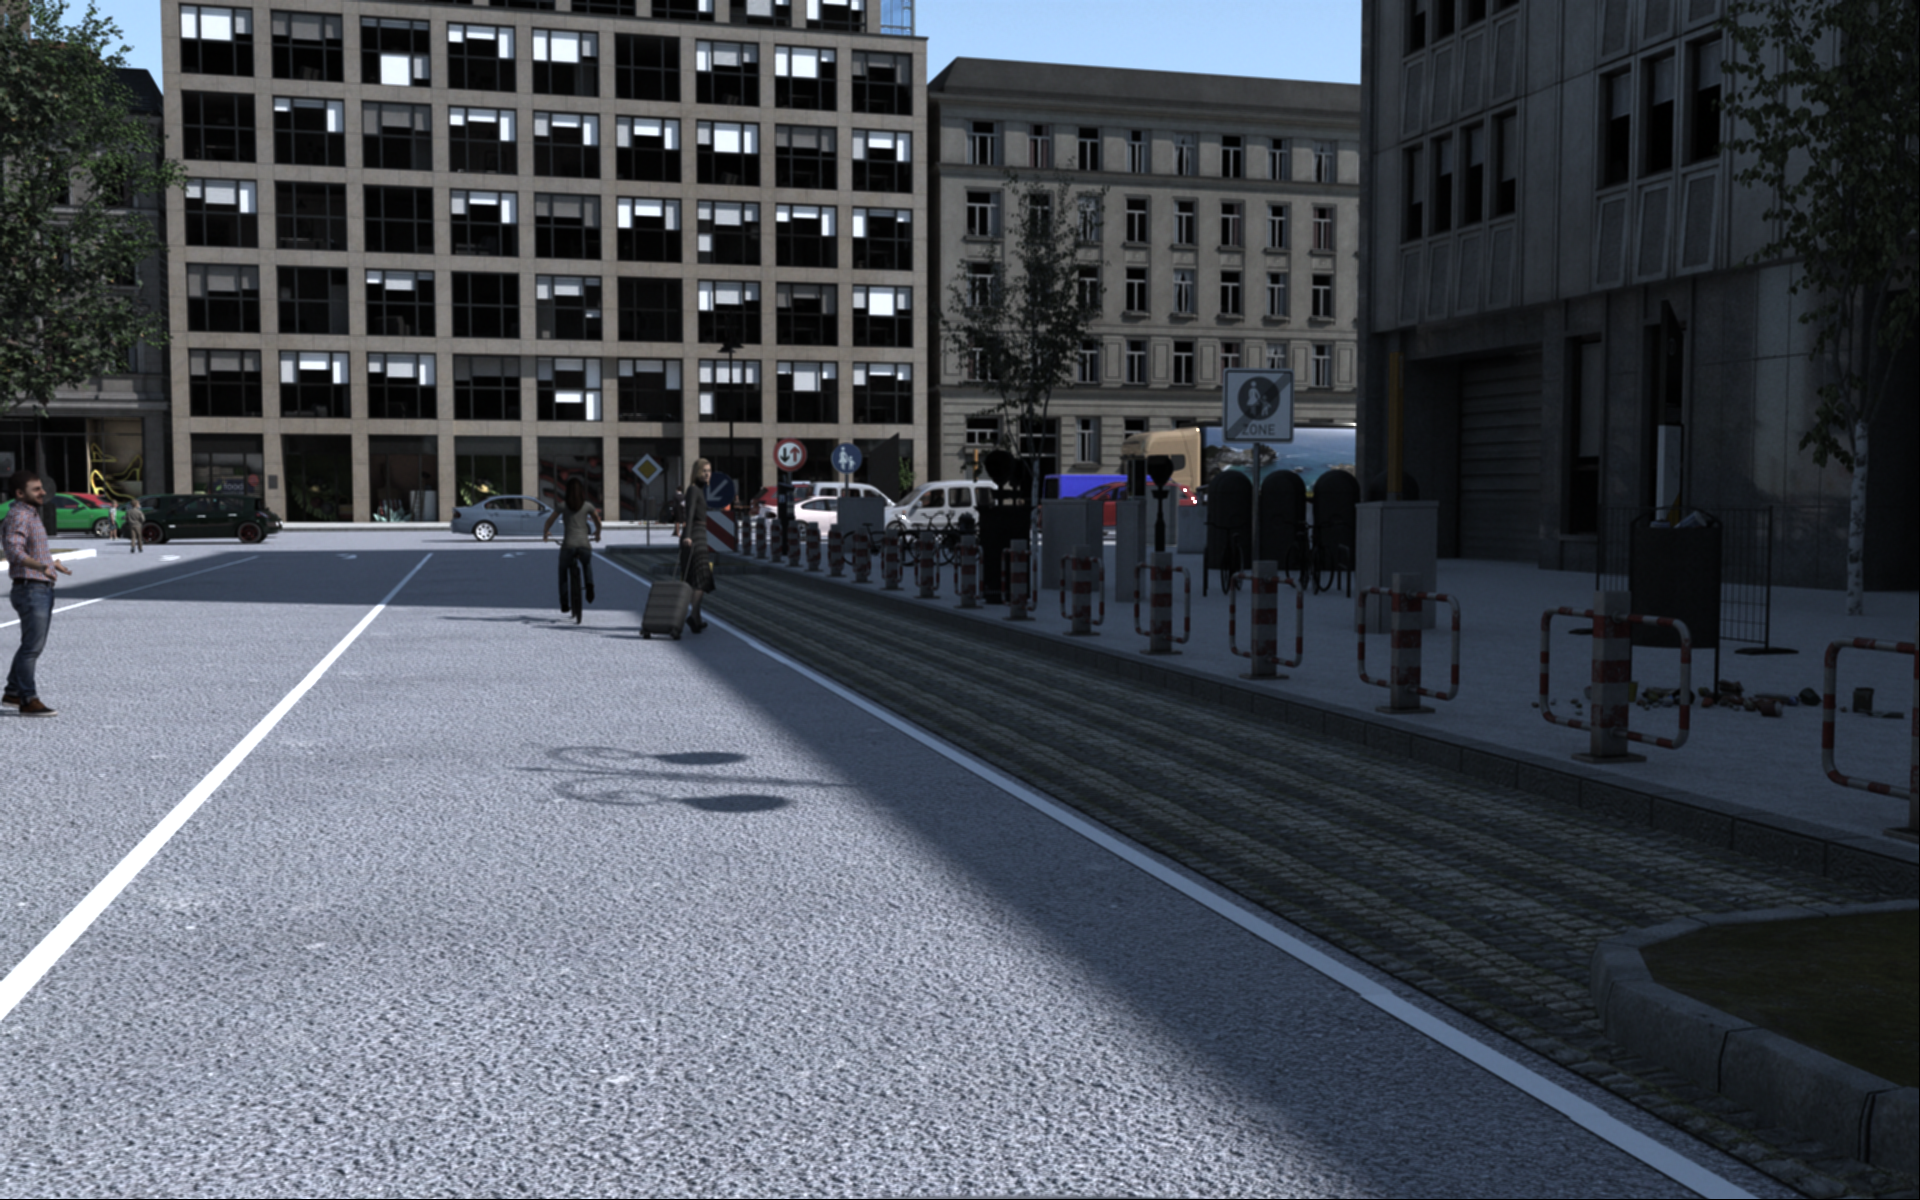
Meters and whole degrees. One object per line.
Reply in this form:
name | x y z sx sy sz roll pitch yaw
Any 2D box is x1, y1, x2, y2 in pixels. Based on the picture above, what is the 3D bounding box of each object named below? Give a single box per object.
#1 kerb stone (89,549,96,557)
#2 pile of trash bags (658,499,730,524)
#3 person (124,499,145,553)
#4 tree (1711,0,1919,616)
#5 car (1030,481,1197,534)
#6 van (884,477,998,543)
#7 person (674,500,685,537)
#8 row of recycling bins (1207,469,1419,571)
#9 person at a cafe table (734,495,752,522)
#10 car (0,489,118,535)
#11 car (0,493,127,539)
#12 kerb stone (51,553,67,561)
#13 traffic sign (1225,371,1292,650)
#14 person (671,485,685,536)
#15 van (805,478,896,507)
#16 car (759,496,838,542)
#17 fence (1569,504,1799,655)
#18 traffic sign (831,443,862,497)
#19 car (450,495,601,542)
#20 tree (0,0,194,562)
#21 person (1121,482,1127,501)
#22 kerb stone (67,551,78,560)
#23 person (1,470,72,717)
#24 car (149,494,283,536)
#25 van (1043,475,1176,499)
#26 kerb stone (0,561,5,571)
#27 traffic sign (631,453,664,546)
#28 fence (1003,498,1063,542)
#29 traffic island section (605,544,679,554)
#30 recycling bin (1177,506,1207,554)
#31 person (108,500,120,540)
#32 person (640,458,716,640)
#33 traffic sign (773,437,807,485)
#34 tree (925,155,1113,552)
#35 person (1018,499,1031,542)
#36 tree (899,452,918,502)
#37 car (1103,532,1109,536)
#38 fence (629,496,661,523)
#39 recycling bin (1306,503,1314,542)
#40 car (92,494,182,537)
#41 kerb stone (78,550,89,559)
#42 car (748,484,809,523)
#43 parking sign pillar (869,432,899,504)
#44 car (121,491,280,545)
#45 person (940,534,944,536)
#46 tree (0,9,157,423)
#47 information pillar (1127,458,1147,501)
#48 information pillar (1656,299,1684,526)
kerb stone | -19.983 -1.067 39.700 0.120 0.150 1.000 -1 4 -15
pile of trash bags | -11.374 -4.027 75.594 3.447 1.369 1.912 -3 5 -42
person | -20.157 -1.806 42.303 0.475 1.303 0.640 -1 4 -17
tree | 9.711 -4.145 18.132 4.737 8.622 4.395 0 3 0
car | 4.699 -2.641 51.847 5.304 1.827 2.281 -1 4 -15
van | -0.832 -2.671 50.691 4.112 2.044 2.013 -1 4 -17
person | -9.076 -2.804 57.532 0.799 1.438 0.628 -3 4 -39
row of recycling bins | 5.944 -1.357 29.297 3.534 1.692 1.069 1 4 14
person at a cafe table | -10.010 -4.160 78.873 1.698 1.238 1.726 -2 4 -25
car | -31.920 -3.169 60.852 4.494 1.783 2.155 -1 4 -15
car | -28.943 -2.882 55.916 4.718 1.807 1.959 -1 4 -15
kerb stone | -19.176 -0.889 36.727 0.120 0.150 1.000 -1 4 -15
traffic sign | 2.422 -0.736 14.170 0.606 2.300 0.079 -1 4 -11
person | -9.525 -3.061 59.351 0.445 1.727 0.742 2 4 34
van | -3.328 -3.237 59.933 4.112 2.044 2.013 -1 4 -17
car | -3.799 -2.498 53.201 4.827 1.381 2.083 -1 4 -15
fence | 6.177 -0.226 14.906 0.480 1.192 2.264 -1 4 -18
traffic sign | -2.826 -2.639 43.254 0.768 2.556 0.104 0 4 -6
car | -13.264 -2.506 52.968 4.499 1.417 2.014 -1 4 -16
tree | -19.486 -6.510 34.653 9.928 11.665 9.643 0 3 0
person | 4.819 -2.480 49.179 0.434 1.807 0.598 0 4 -6
kerb stone | -19.449 -0.949 37.716 0.120 0.150 1.000 -1 4 -15
person | -6.019 -0.049 11.254 0.435 1.587 0.963 -2 4 -26
car | -24.499 -2.880 56.881 4.222 1.686 2.009 -1 4 -14
van | 5.270 -3.090 54.913 5.245 2.365 2.240 -1 4 -15
kerb stone | -18.090 -0.645 32.747 0.120 0.150 1.000 -1 4 -15
traffic sign | -7.657 -2.374 42.450 0.795 2.450 0.064 -1 4 -15
fence | 1.780 -2.017 44.180 2.264 1.192 0.480 3 5 41
traffic island section | -7.636 -1.239 42.533 2.009 0.180 2.903 -1 4 -15
recycling bin | 5.106 -1.528 37.544 0.722 1.027 0.722 1 4 15
person | -26.356 -2.492 53.929 0.352 1.250 0.332 2 4 28
person | -2.848 -0.549 17.690 0.699 1.804 1.509 1 4 20
traffic sign | -3.836 -2.383 39.075 0.768 2.556 0.104 -1 4 -9
tree | 1.552 -5.367 38.119 4.360 8.622 3.978 0 3 0
person | 1.692 -2.148 47.896 0.640 1.303 0.475 0 4 -8
tree | -2.884 -5.135 78.559 1.663 3.219 1.824 0 3 0
car | 5.730 -3.046 59.590 4.222 1.686 2.009 -1 4 -16
fence | -13.585 -4.034 77.165 2.264 1.192 0.480 -1 4 -19
recycling bin | 9.495 -2.066 46.340 0.722 1.027 0.722 -2 4 -26
car | -27.371 -2.873 58.775 4.920 1.459 2.131 -1 4 -13
kerb stone | -19.706 -1.010 38.712 0.120 0.150 1.000 -1 4 -15
car | -5.418 -3.511 66.078 5.304 1.827 2.281 -1 4 -17
parking sign pillar | -3.322 -5.326 75.554 1.447 3.967 1.447 -1 4 -11
car | -21.935 -2.464 50.071 4.222 1.686 2.009 -1 4 -15
person | -0.541 -2.846 59.722 0.352 1.250 0.332 2 4 35
tree | -17.179 -6.442 24.789 9.611 12.733 9.660 0 3 0
information pillar | 3.620 -1.895 35.479 0.304 2.012 0.304 -1 4 -18
information pillar | 8.617 -1.817 21.056 0.504 3.616 0.183 -3 5 -44
